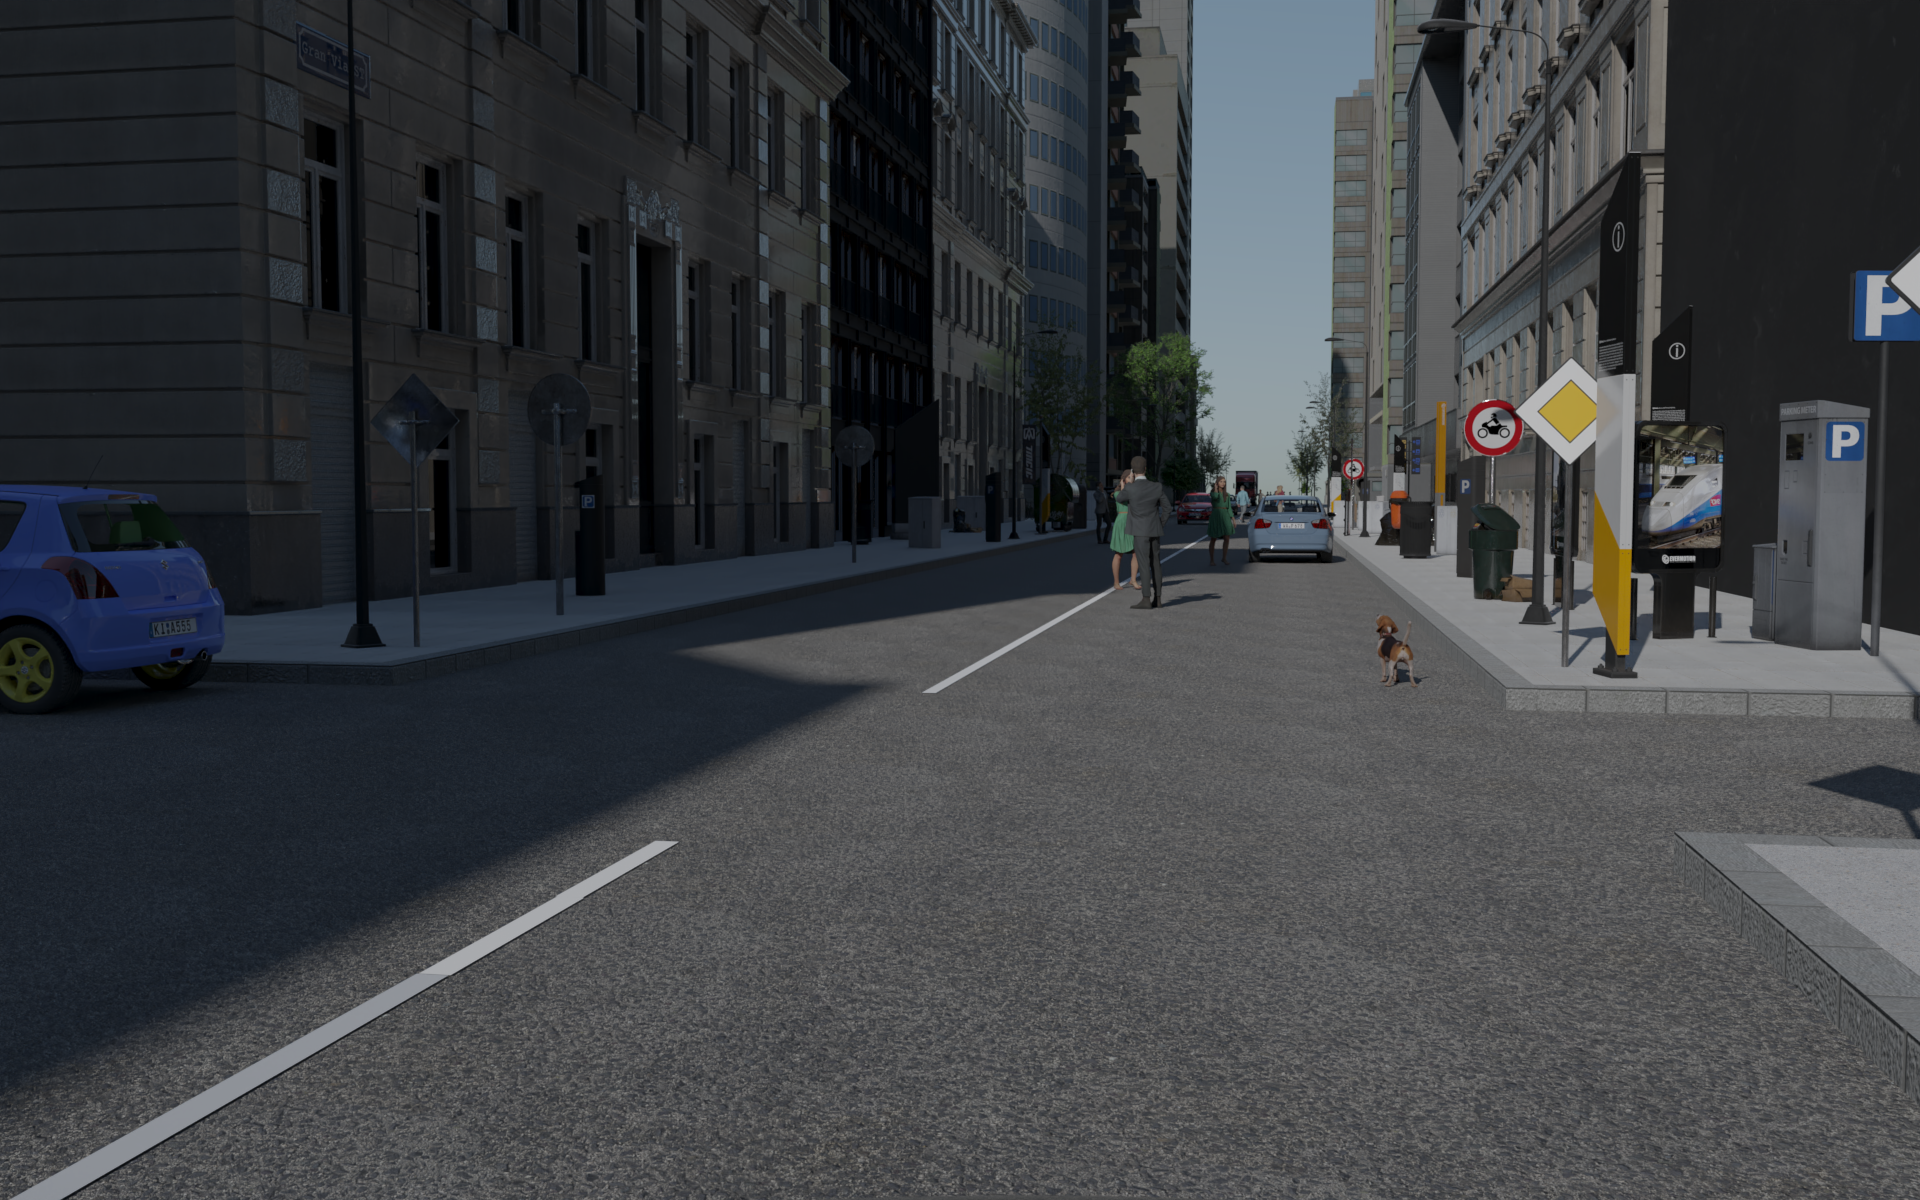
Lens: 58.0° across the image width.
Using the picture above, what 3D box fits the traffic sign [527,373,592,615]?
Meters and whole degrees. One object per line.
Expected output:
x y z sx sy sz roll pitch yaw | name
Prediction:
-4.239 -1.111 18.279 0.768 2.556 0.104 1 4 18 | traffic sign

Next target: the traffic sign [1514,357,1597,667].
4.483 -0.559 12.783 0.795 2.450 0.064 1 4 10 | traffic sign

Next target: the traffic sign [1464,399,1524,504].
7.174 -1.421 23.337 0.768 2.556 0.104 1 4 17 | traffic sign

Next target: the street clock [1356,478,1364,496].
18.264 -4.536 78.736 0.471 2.002 0.358 -1 4 -9 | street clock

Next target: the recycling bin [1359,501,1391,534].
13.528 -2.667 56.156 0.722 1.027 0.722 3 5 41 | recycling bin

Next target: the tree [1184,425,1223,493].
27.012 -14.668 190.176 4.360 8.622 3.978 0 3 0 | tree

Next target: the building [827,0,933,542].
-8.382 -13.523 50.778 12.332 23.373 15.834 1 4 10 | building

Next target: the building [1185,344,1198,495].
14.532 -22.449 212.088 27.650 21.520 28.899 1 4 10 | building

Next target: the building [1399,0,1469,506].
25.951 -15.299 69.207 14.314 24.678 30.058 1 4 10 | building

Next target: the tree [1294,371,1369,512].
22.194 -9.346 103.176 4.360 8.622 3.978 0 3 0 | tree

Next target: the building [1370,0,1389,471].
42.279 -32.267 116.802 28.713 52.752 27.495 1 4 10 | building

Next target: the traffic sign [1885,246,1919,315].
3.029 -0.079 4.931 0.795 2.450 0.064 1 4 10 | traffic sign

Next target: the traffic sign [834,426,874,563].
-1.977 -1.967 32.272 0.768 2.556 0.104 1 4 11 | traffic sign

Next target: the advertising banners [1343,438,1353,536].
12.052 -3.515 53.659 0.090 3.025 2.074 1 4 19 | advertising banners

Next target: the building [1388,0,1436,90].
31.235 -25.338 97.863 14.154 41.232 14.086 1 4 10 | building

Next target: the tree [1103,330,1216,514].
12.602 -11.242 109.570 9.928 11.665 9.643 0 3 0 | tree

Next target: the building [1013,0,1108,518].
-2.985 -34.368 103.913 21.231 58.520 28.212 1 4 10 | building

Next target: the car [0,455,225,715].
-7.189 -0.159 12.199 3.694 1.707 1.945 1 4 9 | car

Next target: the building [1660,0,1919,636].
17.402 -11.557 18.636 15.834 23.373 12.332 1 4 10 | building

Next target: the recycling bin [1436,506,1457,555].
10.592 -1.474 36.658 0.722 1.027 0.722 -2 4 -25 | recycling bin

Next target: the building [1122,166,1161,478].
10.167 -23.332 153.182 14.160 30.474 14.107 1 4 10 | building

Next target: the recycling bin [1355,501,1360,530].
14.525 -2.979 61.262 0.722 1.027 0.722 2 4 29 | recycling bin

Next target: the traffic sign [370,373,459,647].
-4.554 -0.662 14.471 0.795 2.450 0.064 1 4 10 | traffic sign

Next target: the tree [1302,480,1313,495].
43.265 -13.635 217.535 1.663 3.219 1.824 0 3 0 | tree

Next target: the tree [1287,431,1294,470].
36.803 -14.286 183.934 4.360 8.622 3.978 0 3 0 | tree

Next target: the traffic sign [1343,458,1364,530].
14.089 -3.788 62.038 0.768 2.556 0.104 1 4 15 | traffic sign

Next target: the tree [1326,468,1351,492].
23.718 -7.013 109.271 1.663 3.219 1.824 0 3 0 | tree

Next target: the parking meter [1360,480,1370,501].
16.873 -4.067 72.207 0.399 1.863 0.255 1 4 9 | parking meter

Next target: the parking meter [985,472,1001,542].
0.882 -2.483 46.311 0.399 1.863 0.255 3 5 40 | parking meter

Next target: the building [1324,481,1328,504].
64.676 -32.750 227.338 32.217 40.220 23.993 1 4 10 | building

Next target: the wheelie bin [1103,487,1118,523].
6.821 -4.290 78.052 0.980 1.594 0.693 0 4 -5 | wheelie bin

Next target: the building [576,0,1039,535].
-4.652 -16.728 70.767 12.463 27.353 25.104 1 4 10 | building

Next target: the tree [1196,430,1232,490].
29.312 -15.249 199.691 4.737 8.622 4.395 0 3 0 | tree

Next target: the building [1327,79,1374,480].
55.219 -35.569 201.155 23.786 49.044 30.456 1 4 10 | building

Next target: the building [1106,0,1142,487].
2.136 -29.223 132.416 22.147 44.769 28.867 1 4 10 | building

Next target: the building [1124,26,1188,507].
13.083 -34.385 185.901 21.300 48.544 21.600 1 4 10 | building

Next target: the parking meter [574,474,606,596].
-4.687 -0.827 21.927 0.372 1.533 0.369 0 3 0 | parking meter

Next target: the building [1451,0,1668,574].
20.579 -12.627 39.741 16.112 22.955 30.059 1 4 10 | building

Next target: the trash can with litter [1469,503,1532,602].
6.643 -0.584 20.936 0.624 1.170 1.055 -1 4 -22 | trash can with litter

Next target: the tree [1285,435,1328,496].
44.361 -16.757 224.342 4.737 8.622 4.395 0 3 0 | tree

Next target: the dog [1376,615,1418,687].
3.262 0.383 13.024 0.406 0.507 0.540 -3 5 -43 | dog

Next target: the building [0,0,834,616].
-10.804 -14.255 30.327 12.463 27.353 25.104 1 4 10 | building

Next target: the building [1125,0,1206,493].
23.003 -48.678 234.136 20.563 71.187 20.611 1 4 10 | building

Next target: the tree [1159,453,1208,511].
19.859 -10.207 150.605 4.285 4.588 4.351 0 3 0 | tree

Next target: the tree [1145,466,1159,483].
10.980 -6.706 104.243 1.663 3.219 1.824 0 3 0 | tree

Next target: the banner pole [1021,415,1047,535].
2.337 -3.960 54.760 0.863 3.779 0.401 -1 4 -17 | banner pole

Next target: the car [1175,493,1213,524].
11.406 -4.509 82.755 2.155 1.783 4.494 1 4 12 | car

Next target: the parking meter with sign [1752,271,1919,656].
7.209 -1.112 14.443 0.543 3.016 1.738 0 4 -2 | parking meter with sign

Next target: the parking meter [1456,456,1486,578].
7.841 -1.278 26.600 0.255 1.863 0.399 -2 4 -27 | parking meter

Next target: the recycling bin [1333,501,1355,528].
14.602 -3.247 65.643 0.722 1.027 0.722 2 4 29 | recycling bin

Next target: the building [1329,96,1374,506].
45.863 -30.393 180.514 14.154 41.232 14.086 1 4 10 | building

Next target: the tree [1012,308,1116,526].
3.876 -7.219 68.399 4.737 8.622 4.395 0 3 0 | tree
